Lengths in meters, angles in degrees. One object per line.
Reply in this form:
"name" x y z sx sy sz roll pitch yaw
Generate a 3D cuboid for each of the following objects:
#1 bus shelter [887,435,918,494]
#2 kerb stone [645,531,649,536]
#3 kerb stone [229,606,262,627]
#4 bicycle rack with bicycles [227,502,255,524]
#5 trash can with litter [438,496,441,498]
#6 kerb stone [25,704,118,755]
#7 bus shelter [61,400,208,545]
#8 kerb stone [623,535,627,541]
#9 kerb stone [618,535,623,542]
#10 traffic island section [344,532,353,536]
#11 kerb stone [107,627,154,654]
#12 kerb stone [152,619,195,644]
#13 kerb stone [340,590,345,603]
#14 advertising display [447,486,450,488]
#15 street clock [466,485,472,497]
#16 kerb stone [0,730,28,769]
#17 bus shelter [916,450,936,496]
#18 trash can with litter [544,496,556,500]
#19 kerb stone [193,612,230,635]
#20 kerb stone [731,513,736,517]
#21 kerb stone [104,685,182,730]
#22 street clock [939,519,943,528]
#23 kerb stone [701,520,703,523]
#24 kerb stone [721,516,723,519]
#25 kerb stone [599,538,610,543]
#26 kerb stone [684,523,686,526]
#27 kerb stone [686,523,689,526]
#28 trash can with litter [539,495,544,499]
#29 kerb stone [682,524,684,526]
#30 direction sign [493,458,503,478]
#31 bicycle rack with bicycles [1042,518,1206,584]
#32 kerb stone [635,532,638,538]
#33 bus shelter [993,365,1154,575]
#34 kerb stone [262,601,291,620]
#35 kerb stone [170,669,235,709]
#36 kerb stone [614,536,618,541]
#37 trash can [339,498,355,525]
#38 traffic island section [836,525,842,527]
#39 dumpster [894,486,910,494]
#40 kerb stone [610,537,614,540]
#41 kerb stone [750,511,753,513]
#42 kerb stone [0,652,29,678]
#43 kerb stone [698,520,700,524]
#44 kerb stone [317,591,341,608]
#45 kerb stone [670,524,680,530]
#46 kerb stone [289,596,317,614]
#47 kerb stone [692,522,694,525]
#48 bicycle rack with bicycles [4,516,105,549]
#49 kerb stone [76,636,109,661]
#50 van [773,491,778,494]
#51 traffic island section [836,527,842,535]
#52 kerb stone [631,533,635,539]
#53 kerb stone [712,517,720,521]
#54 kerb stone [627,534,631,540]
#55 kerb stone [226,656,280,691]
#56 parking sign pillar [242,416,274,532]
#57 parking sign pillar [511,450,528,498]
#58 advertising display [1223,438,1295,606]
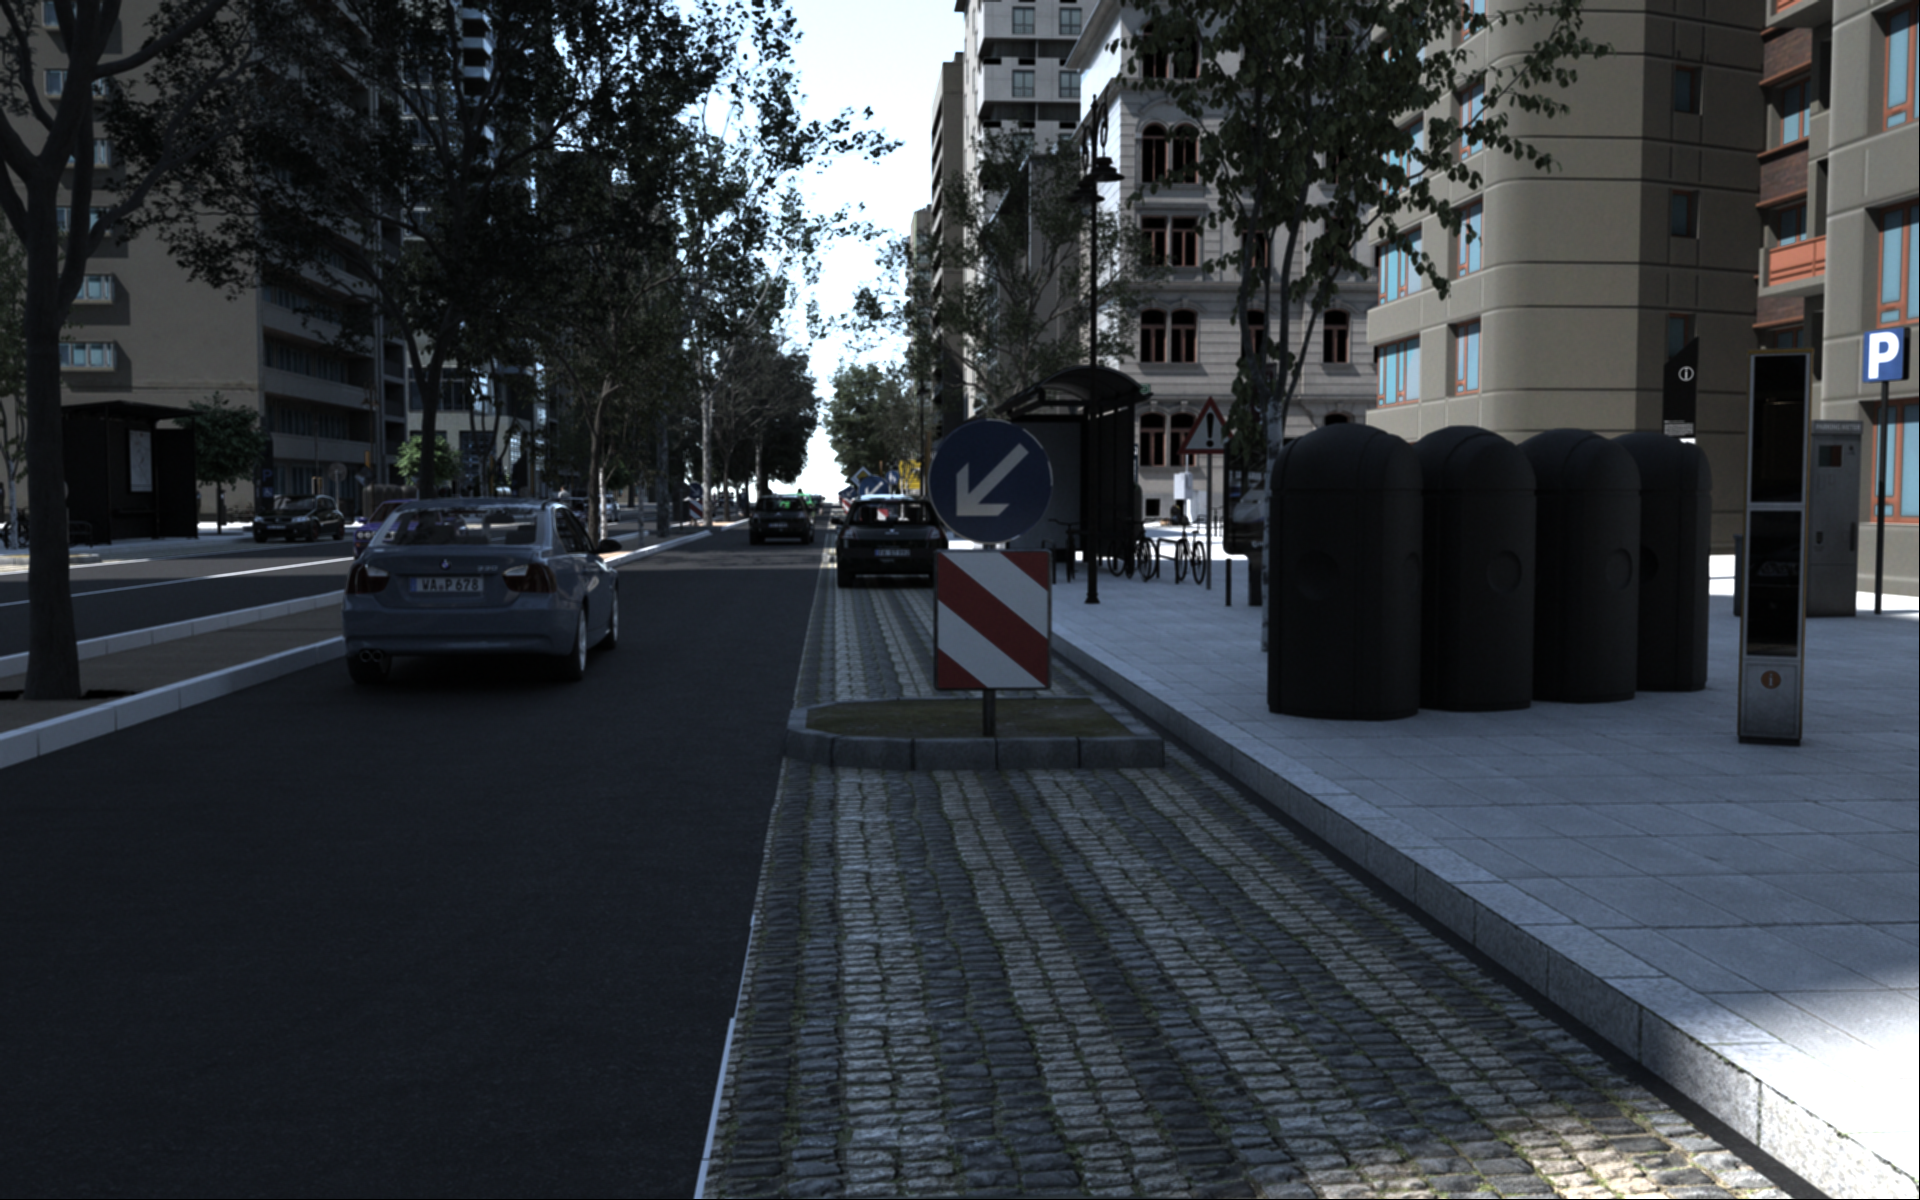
"bus shelter" -3.721 -8.338 113.951 2.179 5.291 8.768 0 4 -4
"kerb stone" -10.770 -2.243 58.869 0.120 0.150 1.000 0 4 -4
"kerb stone" -7.891 0.199 18.948 0.120 0.150 1.000 0 4 -4
"bicycle rack with bicycles" -31.018 -3.853 76.385 2.925 0.926 2.852 0 4 -3
"trash can with litter" -26.633 -4.702 88.273 0.624 1.170 1.055 0 4 -5
"kerb stone" -5.136 0.750 9.976 0.120 0.150 1.000 0 4 -4
"bus shelter" -22.074 -3.371 46.391 1.731 3.624 6.357 0 4 -4
"kerb stone" -10.339 -1.867 52.729 0.120 0.150 1.000 0 4 -4
"kerb stone" -10.262 -1.805 51.709 0.120 0.150 1.000 0 4 -4
"traffic island section" -20.654 -2.321 60.228 2.009 0.180 2.903 0 4 -4
"kerb stone" -7.672 0.387 15.882 0.120 0.150 1.000 0 4 -4
"kerb stone" -7.742 0.325 16.902 0.120 0.150 1.000 0 4 -4
"kerb stone" -8.187 -0.052 23.051 0.120 0.150 1.000 0 4 -4
"advertising display" -39.604 -7.882 134.076 0.123 1.923 0.974 -1 4 -9
"street clock" -40.279 -8.415 142.161 0.471 2.002 0.358 -2 4 -25
"kerb stone" -5.060 0.812 8.948 0.120 0.150 1.000 0 4 -4
"bus shelter" -0.934 -5.241 79.620 2.014 3.302 5.546 0 4 -4
"trash can with litter" -26.880 -6.235 113.326 0.624 1.170 1.055 2 4 34
"kerb stone" -7.814 0.261 17.926 0.120 0.150 1.000 0 4 -4
"kerb stone" -14.668 -5.526 112.576 0.120 0.150 1.000 0 4 -4
"kerb stone" -5.209 0.685 10.995 0.120 0.150 1.000 0 4 -4
"street clock" -0.587 -3.082 54.962 0.358 2.002 0.471 2 4 28
"kerb stone" -12.676 -3.837 84.995 0.120 0.150 1.000 0 4 -4
"kerb stone" -13.567 -4.590 97.255 0.120 0.150 1.000 0 4 -4
"kerb stone" -10.036 -1.617 48.634 0.120 0.150 1.000 0 4 -4
"kerb stone" -11.859 -3.147 73.755 0.120 0.150 1.000 0 4 -4
"kerb stone" -11.933 -3.211 74.775 0.120 0.150 1.000 0 4 -4
"trash can with litter" -28.384 -6.564 118.370 1.678 1.210 2.233 0 4 6
"kerb stone" -11.789 -3.088 72.728 0.120 0.150 1.000 0 4 -4
"direction sign" -29.175 -7.163 109.114 0.876 3.537 0.379 1 4 23
"bicycle rack with bicycles" 2.310 -0.754 25.717 2.852 0.926 2.925 0 4 -1
"kerb stone" -10.561 -2.052 55.798 0.120 0.150 1.000 0 4 -4
"bus shelter" 1.824 -2.201 29.904 2.014 3.302 5.546 0 4 -4
"kerb stone" -7.964 0.138 19.968 0.120 0.150 1.000 0 4 -4
"kerb stone" -5.284 0.622 12.018 0.120 0.150 1.000 0 4 -4
"kerb stone" -10.191 -1.740 50.680 0.120 0.150 1.000 0 4 -4
"trash can" -25.471 -3.685 71.903 0.748 1.137 0.748 0 3 0
"traffic island section" -3.984 -2.884 69.432 2.009 0.180 2.903 0 4 -4
"dumpster" -3.239 -6.255 104.760 1.502 2.255 1.985 0 4 -4
"kerb stone" -10.115 -1.676 49.660 0.120 0.150 1.000 0 4 -4
"kerb stone" -16.675 -7.216 140.179 0.120 0.150 1.000 0 4 -4
"kerb stone" -7.519 0.514 13.832 0.120 0.150 1.000 0 4 -4
"kerb stone" -12.376 -3.587 80.908 0.120 0.150 1.000 0 4 -4
"kerb stone" -8.105 0.016 22.020 0.120 0.150 1.000 0 4 -4
"kerb stone" -11.638 -2.966 70.683 0.120 0.150 1.000 0 4 -4
"kerb stone" -8.034 0.073 20.995 0.120 0.150 1.000 0 4 -4
"kerb stone" -12.153 -3.403 77.846 0.120 0.150 1.000 0 4 -4
"bicycle rack with bicycles" -22.135 -1.729 41.658 2.925 0.926 2.852 -2 4 -29
"kerb stone" -7.597 0.449 14.856 0.120 0.150 1.000 0 4 -4
"van" -28.457 -15.687 263.499 2.013 2.044 4.112 0 4 -6
"traffic island section" -3.407 -2.397 61.468 2.009 0.180 2.903 0 4 -4
"kerb stone" -10.486 -1.993 54.775 0.120 0.150 1.000 0 4 -4
"kerb stone" -13.414 -4.466 95.207 0.120 0.150 1.000 0 4 -4
"kerb stone" -10.415 -1.930 53.750 0.120 0.150 1.000 0 4 -4
"kerb stone" -5.360 0.561 13.037 0.120 0.150 1.000 0 4 -4
"parking sign pillar" -23.915 -4.342 59.472 1.447 3.967 1.447 -2 4 -33
"parking sign pillar" -26.846 -7.162 105.572 1.447 3.967 1.447 1 4 14
"advertising display" 3.503 -0.895 19.851 0.974 1.923 0.123 0 4 -6
